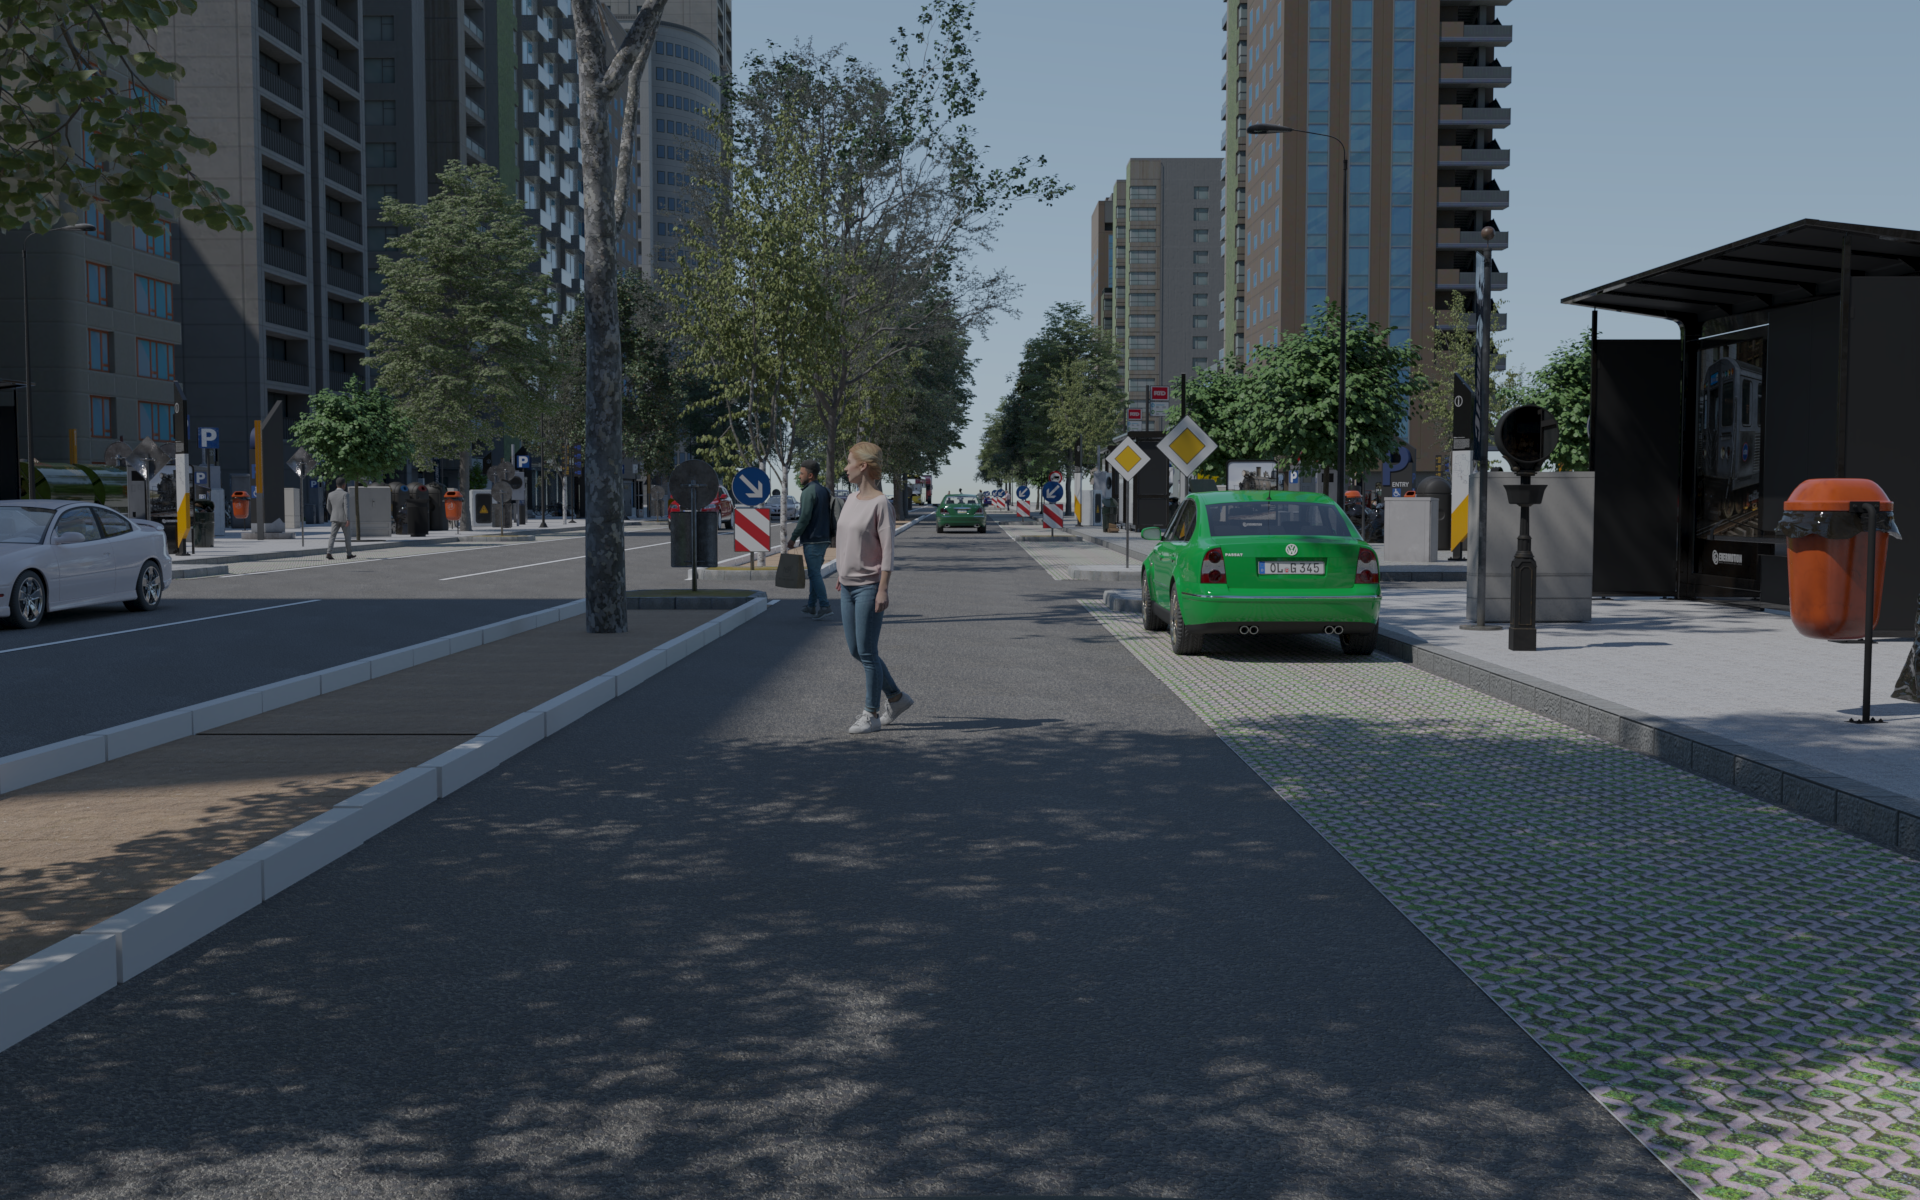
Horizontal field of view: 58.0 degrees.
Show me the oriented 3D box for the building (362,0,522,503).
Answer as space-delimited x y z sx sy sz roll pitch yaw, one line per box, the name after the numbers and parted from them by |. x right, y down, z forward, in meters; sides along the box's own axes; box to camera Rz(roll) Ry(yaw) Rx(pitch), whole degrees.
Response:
-37.222 -26.203 112.017 14.154 41.232 14.086 0 4 0 | building

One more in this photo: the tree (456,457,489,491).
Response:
-24.821 -5.782 89.138 1.663 3.219 1.824 0 3 0 | tree

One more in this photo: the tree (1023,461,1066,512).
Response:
6.262 -8.800 127.590 4.285 4.588 4.351 0 3 0 | tree

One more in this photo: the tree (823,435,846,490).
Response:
-15.391 -17.477 220.168 8.767 10.594 7.601 2 4 28 | tree

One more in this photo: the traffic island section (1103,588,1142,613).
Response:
2.889 0.017 22.006 2.009 0.180 2.903 0 4 0 | traffic island section

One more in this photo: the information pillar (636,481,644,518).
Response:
-17.346 -5.465 93.836 0.304 2.012 0.304 -3 4 -36 | information pillar

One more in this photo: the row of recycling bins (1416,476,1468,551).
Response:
12.091 -1.953 39.046 3.534 1.692 1.069 1 4 19 | row of recycling bins

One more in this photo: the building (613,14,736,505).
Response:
-40.544 -41.217 215.902 21.231 58.520 28.212 0 4 0 | building

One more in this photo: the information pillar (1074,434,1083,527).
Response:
4.654 -4.694 68.094 0.183 3.616 0.504 -2 4 -25 | information pillar

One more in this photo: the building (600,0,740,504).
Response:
-39.976 -49.041 240.067 20.563 71.187 20.611 0 4 0 | building

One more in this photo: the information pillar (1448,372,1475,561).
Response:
9.622 -2.558 33.185 0.183 3.616 0.504 -2 4 -28 | information pillar

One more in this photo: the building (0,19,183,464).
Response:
-46.321 -13.001 57.608 27.650 21.520 28.899 0 4 0 | building

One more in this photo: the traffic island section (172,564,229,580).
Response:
-14.073 -0.476 30.057 2.009 0.180 2.903 0 4 0 | traffic island section

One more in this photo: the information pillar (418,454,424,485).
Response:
-28.366 -6.105 91.172 0.504 3.616 0.183 3 5 42 | information pillar

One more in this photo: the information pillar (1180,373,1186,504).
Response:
4.363 -2.599 33.848 0.183 3.616 0.504 1 4 9 | information pillar

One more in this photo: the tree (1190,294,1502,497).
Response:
6.167 -2.748 28.650 4.285 4.588 4.351 0 3 0 | tree

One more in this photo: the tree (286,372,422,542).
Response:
-16.346 -3.860 46.827 4.285 4.588 4.351 0 3 0 | tree

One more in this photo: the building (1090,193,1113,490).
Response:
26.782 -37.097 256.645 14.600 45.320 14.200 0 4 0 | building

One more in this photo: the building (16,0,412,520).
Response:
-40.379 -39.787 88.764 20.563 71.187 20.611 0 4 0 | building

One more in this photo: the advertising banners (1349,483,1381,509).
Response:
17.034 -4.664 72.444 2.074 3.025 0.090 -2 4 -23 | advertising banners

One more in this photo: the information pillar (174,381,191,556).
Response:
-16.081 -2.719 35.803 0.183 3.616 0.504 -3 5 -45 | information pillar

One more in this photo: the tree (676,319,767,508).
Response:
-16.261 -13.204 122.534 9.857 13.997 8.962 0 3 0 | tree

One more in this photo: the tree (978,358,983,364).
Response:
-3.261 -11.171 91.763 9.857 13.997 8.962 0 3 0 | tree

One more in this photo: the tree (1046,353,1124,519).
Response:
6.180 -8.552 90.193 4.737 8.622 4.395 0 3 0 | tree

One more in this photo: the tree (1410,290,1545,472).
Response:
18.178 -6.810 61.699 4.737 8.622 4.395 0 3 0 | tree

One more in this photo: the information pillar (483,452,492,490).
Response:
-25.884 -6.334 94.922 0.504 3.616 0.183 -1 4 -20 | information pillar

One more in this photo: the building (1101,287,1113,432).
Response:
26.503 -28.757 241.883 14.160 30.474 14.107 0 4 0 | building

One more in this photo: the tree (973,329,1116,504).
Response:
6.434 -12.267 117.574 9.611 12.733 9.660 0 3 0 | tree

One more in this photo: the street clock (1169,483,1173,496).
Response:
8.614 -4.130 72.096 0.471 2.002 0.358 -1 4 -20 | street clock

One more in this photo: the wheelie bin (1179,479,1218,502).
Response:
5.058 -1.750 36.514 0.980 1.594 0.693 -2 4 -24 | wheelie bin

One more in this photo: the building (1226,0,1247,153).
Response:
26.415 -27.165 127.746 14.154 41.232 14.086 0 4 0 | building

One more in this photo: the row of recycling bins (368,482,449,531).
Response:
-19.054 -3.213 59.641 1.069 1.692 3.534 2 4 25 | row of recycling bins

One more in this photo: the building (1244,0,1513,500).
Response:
26.762 -28.342 113.504 14.600 45.320 14.200 0 4 0 | building

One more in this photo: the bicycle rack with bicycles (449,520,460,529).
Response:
-19.440 -3.089 63.882 2.852 0.926 2.925 0 4 7 | bicycle rack with bicycles

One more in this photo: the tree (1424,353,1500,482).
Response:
26.424 -8.653 91.833 4.360 8.622 3.978 0 3 0 | tree

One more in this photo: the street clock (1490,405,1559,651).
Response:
4.619 -0.587 14.171 0.471 2.002 0.358 0 4 6 | street clock

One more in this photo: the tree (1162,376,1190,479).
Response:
6.091 -3.412 39.499 4.285 4.588 4.351 0 3 0 | tree

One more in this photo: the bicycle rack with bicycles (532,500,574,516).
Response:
-24.589 -5.489 103.127 2.925 0.926 2.852 0 4 -4 | bicycle rack with bicycles

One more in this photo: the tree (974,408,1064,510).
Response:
6.315 -14.345 168.949 8.767 10.594 7.601 -1 4 -20 | tree

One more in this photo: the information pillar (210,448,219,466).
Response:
-32.430 -5.130 75.224 0.183 3.616 0.504 3 5 40 | information pillar

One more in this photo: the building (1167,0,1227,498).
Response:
31.038 -51.176 149.399 22.319 86.520 31.000 0 4 0 | building

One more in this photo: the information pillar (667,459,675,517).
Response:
-16.061 -6.417 96.265 0.504 3.616 0.183 2 4 35 | information pillar

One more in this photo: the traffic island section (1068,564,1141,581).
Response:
2.918 -0.472 29.991 2.009 0.180 2.903 0 4 0 | traffic island section

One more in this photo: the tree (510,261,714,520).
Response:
-16.897 -10.297 85.362 9.611 12.733 9.660 0 3 0 | tree

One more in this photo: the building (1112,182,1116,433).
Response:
26.879 -33.255 227.306 14.154 41.232 14.086 0 4 0 | building

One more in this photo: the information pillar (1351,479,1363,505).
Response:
13.313 -3.276 58.058 0.304 2.012 0.304 -1 4 -13 | information pillar

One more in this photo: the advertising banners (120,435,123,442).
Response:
-25.554 -3.451 52.613 0.090 3.025 2.074 -2 4 -33 | advertising banners

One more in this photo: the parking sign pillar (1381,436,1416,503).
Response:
17.700 -4.979 69.885 1.447 3.967 1.447 3 4 36 | parking sign pillar

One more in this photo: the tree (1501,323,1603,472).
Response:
12.143 -3.037 33.376 4.285 4.588 4.351 0 3 0 | tree

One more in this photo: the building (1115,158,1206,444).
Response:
27.214 -32.393 213.219 14.154 41.232 14.086 0 4 0 | building

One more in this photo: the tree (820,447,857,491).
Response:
-16.191 -20.543 252.880 9.611 12.733 9.660 0 3 0 | tree

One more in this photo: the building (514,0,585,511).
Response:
-41.712 -31.479 134.287 23.786 49.044 30.456 0 4 0 | building

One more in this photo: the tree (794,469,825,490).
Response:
-15.810 -12.164 182.590 4.285 4.588 4.351 0 3 0 | tree

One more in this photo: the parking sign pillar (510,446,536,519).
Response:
-23.162 -6.295 91.389 1.447 3.967 1.447 3 4 37 | parking sign pillar

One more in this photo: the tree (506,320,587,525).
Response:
-16.879 -7.484 72.726 4.360 8.622 3.978 0 3 0 | tree

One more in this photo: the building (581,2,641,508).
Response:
-37.327 -30.982 156.671 14.600 45.320 14.200 0 4 0 | building

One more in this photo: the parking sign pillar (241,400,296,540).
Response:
-19.732 -3.721 49.311 1.447 3.967 1.447 0 4 3 | parking sign pillar
